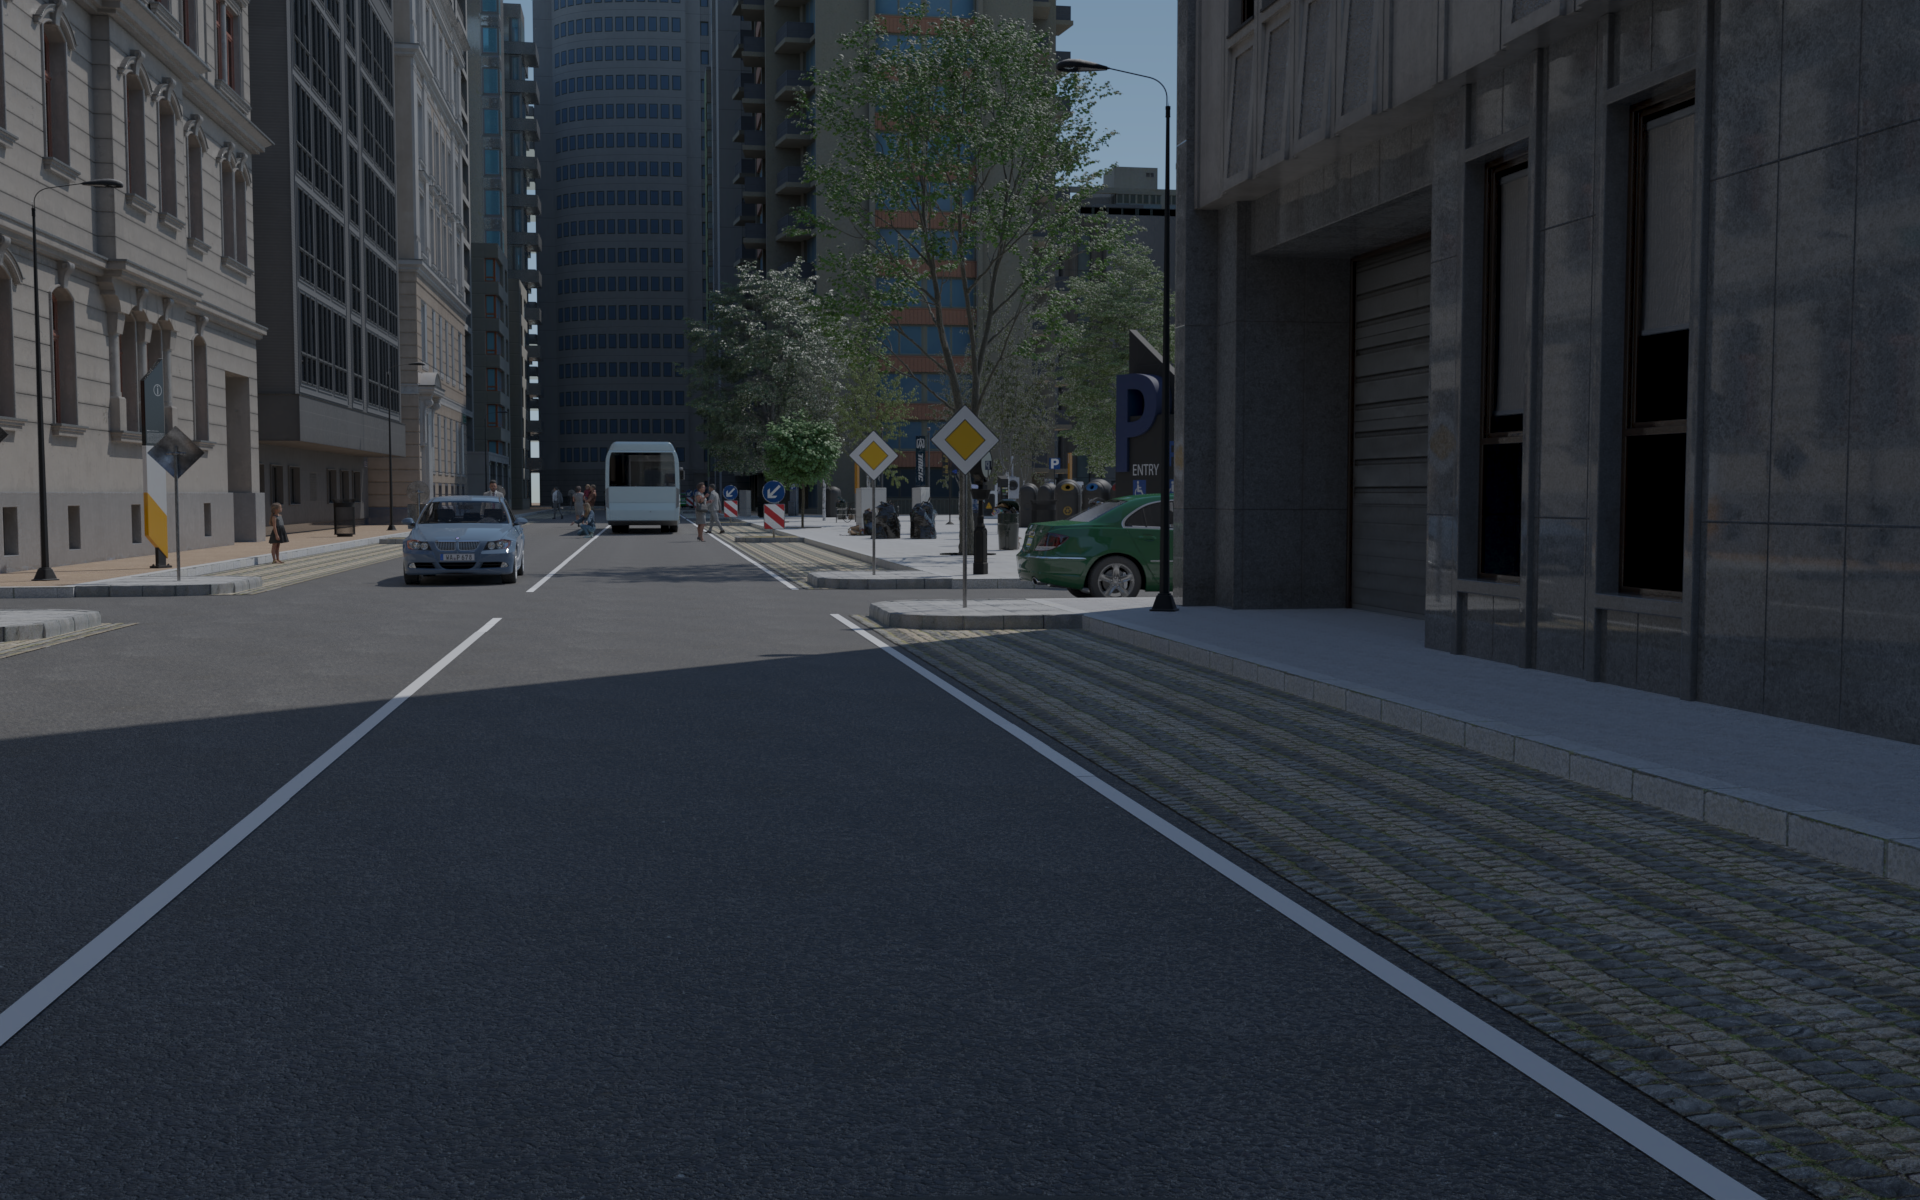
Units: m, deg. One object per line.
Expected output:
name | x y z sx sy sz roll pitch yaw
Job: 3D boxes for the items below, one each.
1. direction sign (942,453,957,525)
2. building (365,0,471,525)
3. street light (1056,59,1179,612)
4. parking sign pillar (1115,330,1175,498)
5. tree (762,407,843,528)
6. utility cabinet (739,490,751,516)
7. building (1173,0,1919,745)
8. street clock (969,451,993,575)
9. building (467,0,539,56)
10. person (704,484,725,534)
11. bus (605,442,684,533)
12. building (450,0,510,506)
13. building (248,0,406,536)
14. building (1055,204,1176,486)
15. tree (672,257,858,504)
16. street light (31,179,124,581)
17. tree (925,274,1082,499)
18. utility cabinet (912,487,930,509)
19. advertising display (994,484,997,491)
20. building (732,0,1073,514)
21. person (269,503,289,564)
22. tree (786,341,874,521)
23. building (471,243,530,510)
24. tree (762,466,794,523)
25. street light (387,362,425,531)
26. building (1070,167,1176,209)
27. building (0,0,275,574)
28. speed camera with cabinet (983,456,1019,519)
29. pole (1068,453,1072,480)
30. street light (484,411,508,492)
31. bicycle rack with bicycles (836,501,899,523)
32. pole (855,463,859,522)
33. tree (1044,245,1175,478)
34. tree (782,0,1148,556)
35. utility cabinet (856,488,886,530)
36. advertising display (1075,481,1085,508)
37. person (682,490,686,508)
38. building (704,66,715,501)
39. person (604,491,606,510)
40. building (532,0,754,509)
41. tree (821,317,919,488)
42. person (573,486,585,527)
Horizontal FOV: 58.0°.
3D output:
direction sign | -0.425 -4.940 72.769 0.379 3.537 0.876 3 5 45
building | -30.240 -17.973 79.758 13.634 28.700 20.117 -1 4 -10
street light | 1.712 -2.827 18.763 1.470 5.913 1.316 -1 4 -10
parking sign pillar | 3.051 -2.411 27.887 1.447 3.967 1.447 -2 4 -31
tree | -5.964 -4.980 65.135 4.285 4.588 4.351 0 3 0
utility cabinet | -12.176 -5.478 98.237 0.318 1.500 1.173 -2 4 -26
building | 10.142 -11.782 10.656 12.078 24.808 19.932 -1 4 -10
street clock | 0.328 -1.409 27.605 0.358 2.002 0.471 2 4 24
building | -54.257 -32.974 158.740 30.456 49.044 23.786 -1 4 -10
person | -8.830 -3.266 62.175 0.850 1.792 0.678 1 4 11
bus | -12.245 -4.449 67.598 2.948 3.499 13.247 -1 4 -9
building | -38.988 -40.843 106.033 20.563 71.187 20.611 -1 4 -10
building | -27.645 -16.169 57.874 14.314 27.812 24.014 -1 4 -10
building | 15.693 -24.762 176.554 14.107 30.474 14.160 -1 4 -10
tree | -10.084 -11.355 92.313 9.857 13.997 8.962 0 3 0
street light | -13.032 -3.245 25.599 1.470 5.913 1.316 -1 4 -10
tree | 1.787 -6.655 59.171 4.360 8.622 3.978 0 3 0
utility cabinet | -1.273 -2.891 55.952 0.318 1.500 1.173 1 4 13
advertising display | 2.156 -5.426 93.927 0.123 1.923 0.974 -2 4 -31
building | -4.565 -28.588 122.039 22.147 44.769 28.867 -1 4 -10
person | -13.959 -1.366 35.498 0.373 1.253 0.362 1 4 9
tree | -6.308 -8.113 83.007 4.360 8.622 3.978 0 3 0
building | -47.966 -17.515 131.402 27.650 21.520 28.899 -1 4 -10
tree | -8.069 -5.095 77.907 1.663 3.219 1.824 0 3 0
street light | -19.508 -5.410 60.996 1.470 5.913 1.316 -1 4 -10
building | 20.806 -31.596 208.481 23.993 40.220 32.217 -1 4 -10
building | -23.067 -15.102 34.306 14.401 28.519 23.554 -1 4 -10
speed camera with cabinet | 2.042 -5.858 90.107 2.038 3.252 0.660 0 4 -4
pole | 5.438 -5.620 85.726 0.158 3.312 0.155 0 3 0
street light | -25.929 -7.596 96.732 1.470 5.913 1.316 -1 4 -10
bicycle rack with bicycles | -4.116 -3.939 77.777 2.852 0.926 2.925 2 4 34
pole | -4.706 -5.219 79.167 0.158 3.312 0.155 0 3 0
tree | 7.587 -9.829 78.833 7.486 12.596 7.792 0 3 0
tree | 0.147 -6.754 36.179 9.928 11.665 9.643 0 3 0
utility cabinet | -3.132 -3.194 60.907 1.173 1.500 0.318 -3 5 -45
advertising display | 5.573 -4.838 84.312 0.974 1.923 0.123 1 4 14
person | -26.909 -9.758 167.918 0.709 1.838 0.599 2 4 34
building | -17.960 -29.781 170.513 14.154 41.232 14.086 -1 4 -10
person | -31.059 -8.745 152.270 0.721 1.735 1.217 -2 4 -29
building | -32.694 -39.838 193.344 28.212 58.520 21.231 -1 4 -10
tree | -3.743 -7.413 71.562 4.737 8.622 4.395 0 3 0
person | -16.491 -4.075 75.483 0.716 1.782 0.532 0 4 -2
